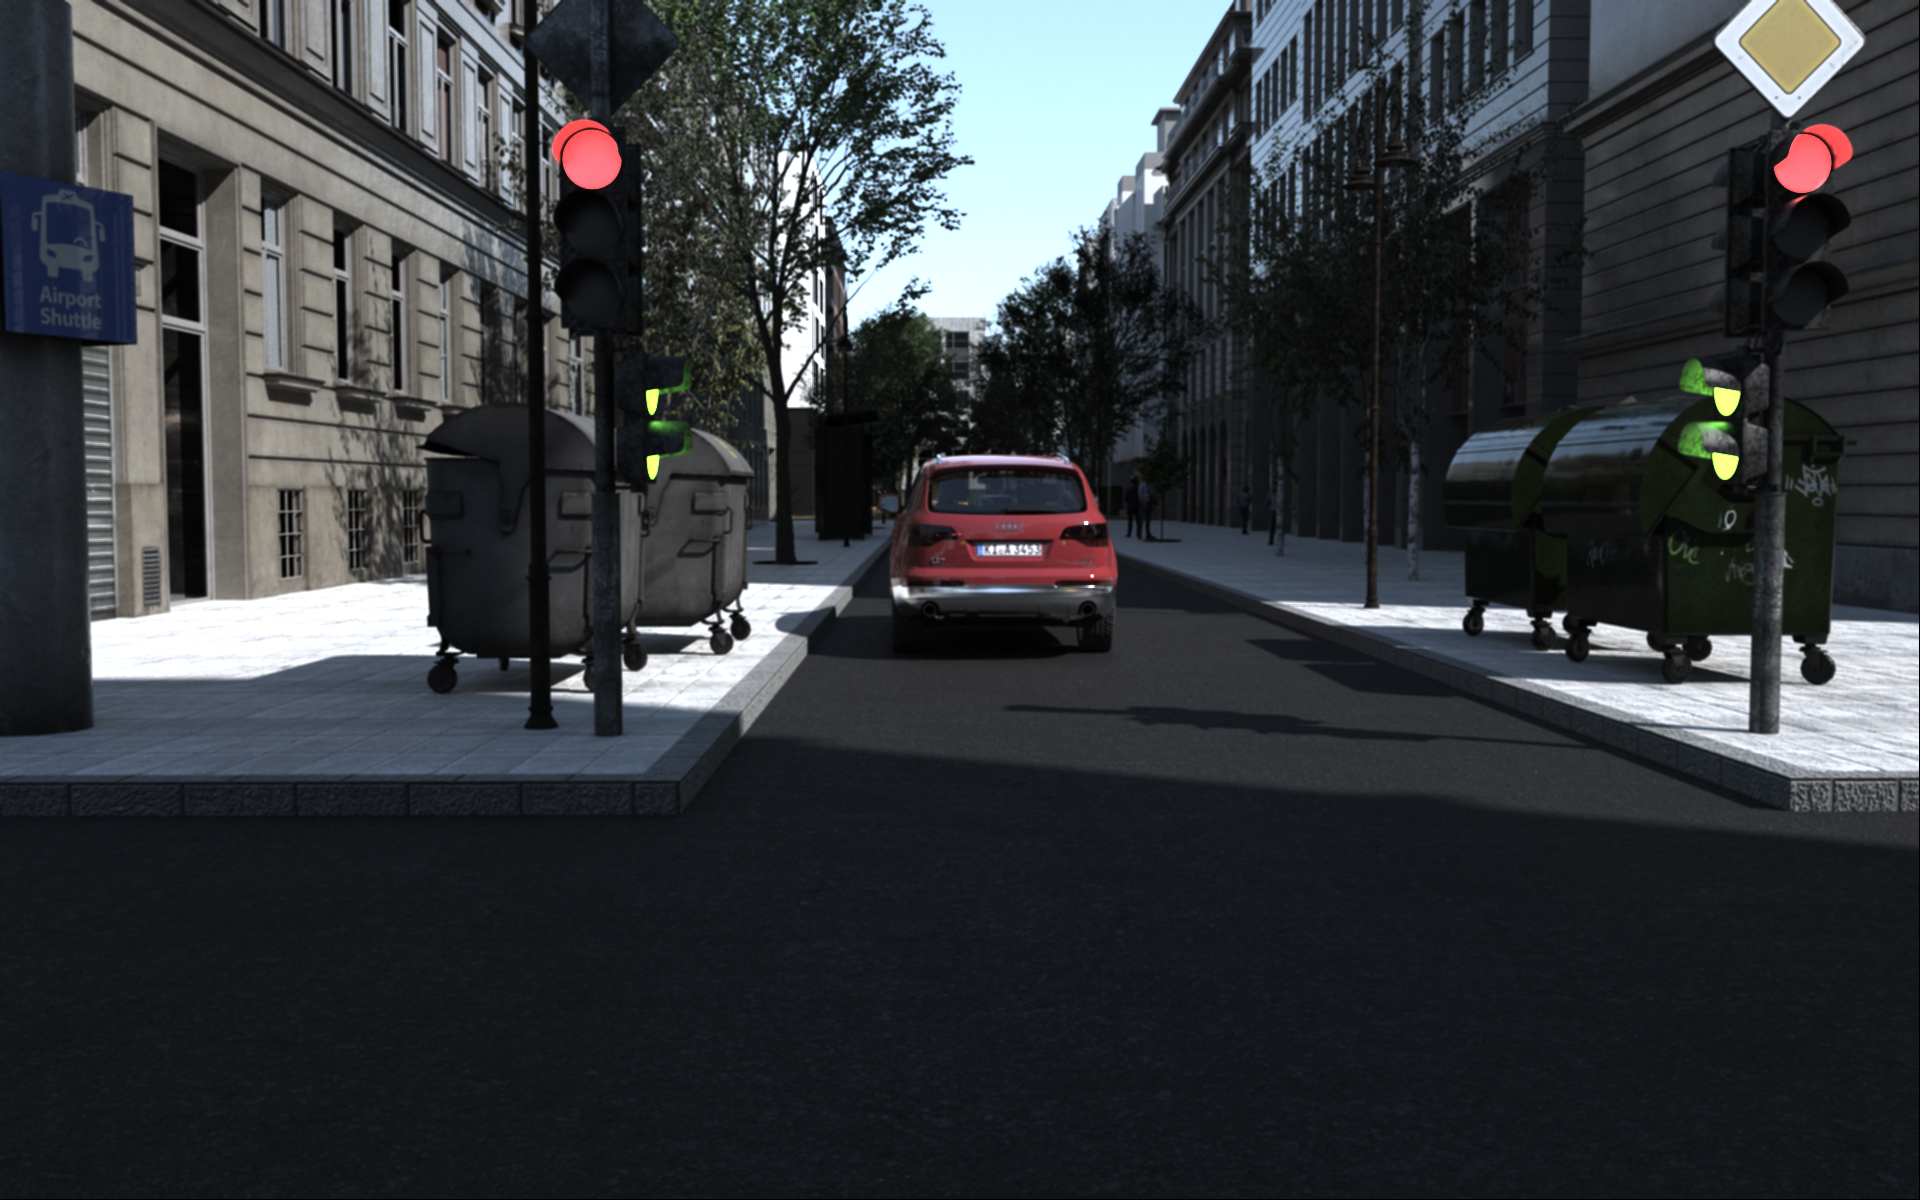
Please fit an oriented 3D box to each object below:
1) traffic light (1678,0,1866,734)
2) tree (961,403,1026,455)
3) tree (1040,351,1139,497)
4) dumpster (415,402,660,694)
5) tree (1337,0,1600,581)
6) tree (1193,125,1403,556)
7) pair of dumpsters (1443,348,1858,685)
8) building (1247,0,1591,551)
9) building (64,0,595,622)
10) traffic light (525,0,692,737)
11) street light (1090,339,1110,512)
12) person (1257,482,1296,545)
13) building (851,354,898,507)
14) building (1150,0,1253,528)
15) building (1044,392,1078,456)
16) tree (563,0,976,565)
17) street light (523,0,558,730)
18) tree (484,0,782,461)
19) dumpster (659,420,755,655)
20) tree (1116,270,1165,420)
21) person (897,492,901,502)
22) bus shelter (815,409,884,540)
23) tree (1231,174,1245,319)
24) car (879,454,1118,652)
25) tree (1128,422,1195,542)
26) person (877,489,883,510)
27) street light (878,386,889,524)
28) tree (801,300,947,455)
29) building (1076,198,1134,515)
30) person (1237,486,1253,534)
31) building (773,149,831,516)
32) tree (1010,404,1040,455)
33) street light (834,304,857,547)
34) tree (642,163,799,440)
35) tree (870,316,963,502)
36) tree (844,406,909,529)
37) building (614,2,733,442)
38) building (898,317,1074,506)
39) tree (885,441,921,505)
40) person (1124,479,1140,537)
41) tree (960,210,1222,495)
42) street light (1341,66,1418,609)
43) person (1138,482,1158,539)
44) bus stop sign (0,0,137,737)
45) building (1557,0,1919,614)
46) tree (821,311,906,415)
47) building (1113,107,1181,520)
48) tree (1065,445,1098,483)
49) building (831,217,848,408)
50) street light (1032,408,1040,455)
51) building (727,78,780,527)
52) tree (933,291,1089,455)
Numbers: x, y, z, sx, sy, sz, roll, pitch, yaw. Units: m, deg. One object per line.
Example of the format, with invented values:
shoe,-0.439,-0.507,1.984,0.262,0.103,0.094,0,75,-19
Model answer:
traffic light,4.307,-1.221,9.207,0.839,4.213,0.868,0,4,-1
tree,3.417,-14.557,160.060,6.751,12.117,7.091,0,3,0
tree,6.553,-8.033,81.708,4.737,8.622,4.395,0,3,0
dumpster,-2.855,-0.370,11.802,1.264,1.857,1.865,0,4,-1
tree,6.941,-4.593,25.457,4.360,8.622,3.978,0,3,0
tree,6.856,-5.216,35.651,4.737,8.622,4.395,0,3,0
pair of dumpsters,5.215,-0.681,13.629,1.574,2.255,4.436,0,4,-1
building,15.711,-16.389,45.456,11.434,29.767,29.804,0,4,-1
building,-15.968,-11.915,28.096,16.112,22.955,30.059,0,4,-1
traffic light,-1.853,-1.214,9.101,0.839,4.213,0.868,0,4,-1
street light,4.161,-4.824,51.658,0.468,5.910,1.993,0,4,-1
person,7.916,-2.164,43.381,0.963,1.587,0.435,1,4,9
building,-21.761,-19.253,181.245,31.486,18.905,16.747,0,4,-1
building,16.070,-14.115,72.584,13.314,21.916,24.055,0,4,-1
building,12.092,-12.234,142.170,9.099,9.664,28.070,0,4,-1
tree,-3.332,-6.466,31.482,9.928,11.665,9.643,0,3,0
street light,-2.301,-2.235,9.337,0.468,5.910,1.993,0,4,-1
tree,-4.202,-4.469,23.428,4.360,8.622,3.978,0,3,0
dumpster,-2.425,-0.531,14.447,1.264,1.857,1.865,0,4,-1
tree,5.007,-9.076,74.150,9.928,11.665,9.643,0,3,0
person,-4.721,-7.589,133.348,0.421,1.427,0.697,0,4,-7
bus shelter,-3.202,-3.655,51.042,1.731,3.624,6.357,0,4,-1
tree,7.171,-4.943,31.183,4.360,8.622,3.978,0,3,0
car,0.325,-0.524,17.237,2.281,1.827,5.304,0,4,-2
tree,5.567,-3.180,46.598,1.663,3.219,1.824,0,3,0
person,-6.361,-8.124,139.673,0.742,1.727,0.445,-1,4,-9
street light,-3.292,-6.227,74.594,0.468,5.910,1.993,0,4,-1
tree,-4.212,-9.083,82.923,7.601,10.594,8.767,1,4,13
building,17.294,-15.026,112.137,16.747,18.905,31.486,0,4,-1
person,9.064,-2.866,55.111,0.429,1.552,0.499,-1,4,-15
building,-22.682,-15.685,100.420,27.936,21.610,32.646,0,4,-1
tree,4.610,-8.954,96.767,4.737,8.622,4.395,0,3,0
street light,-2.765,-4.236,42.045,0.468,5.910,1.993,0,4,-1
tree,-5.518,-5.412,38.853,4.737,8.622,4.395,0,3,0
tree,-3.404,-12.938,118.958,7.806,13.903,7.818,0,3,0
tree,-3.489,-4.933,64.361,4.285,4.588,4.351,0,3,0
building,-14.434,-16.335,52.986,13.634,28.700,20.117,0,4,-1
building,9.728,-19.254,181.258,31.486,18.905,16.747,0,4,-1
tree,-5.151,-12.939,161.909,4.737,8.622,4.395,0,3,0
person,5.187,-2.759,51.858,0.576,1.737,0.504,-2,4,-26
tree,4.344,-7.553,57.909,8.767,10.594,7.601,0,4,4
street light,4.633,-2.846,19.315,0.468,5.910,1.993,0,4,-1
person,5.363,-2.638,49.041,0.599,1.838,0.709,3,5,42
bus stop sign,-5.076,-1.243,9.340,0.837,3.901,0.837,1,4,23
building,27.102,-12.368,21.306,34.723,24.649,14.460,0,4,-1
tree,-4.368,-7.255,68.975,4.360,8.622,3.978,0,3,0
building,16.258,-14.328,90.689,16.016,20.091,11.380,0,4,-1
tree,4.459,-4.547,68.950,1.663,3.219,1.824,0,3,0
building,-25.932,-18.176,141.148,32.646,21.610,27.936,0,4,-1
street light,3.657,-6.802,84.000,0.468,5.910,1.993,0,4,-1
building,-13.438,-13.295,72.126,10.420,20.320,16.860,0,4,-1
tree,3.485,-11.908,105.060,12.009,13.543,11.850,0,3,0
